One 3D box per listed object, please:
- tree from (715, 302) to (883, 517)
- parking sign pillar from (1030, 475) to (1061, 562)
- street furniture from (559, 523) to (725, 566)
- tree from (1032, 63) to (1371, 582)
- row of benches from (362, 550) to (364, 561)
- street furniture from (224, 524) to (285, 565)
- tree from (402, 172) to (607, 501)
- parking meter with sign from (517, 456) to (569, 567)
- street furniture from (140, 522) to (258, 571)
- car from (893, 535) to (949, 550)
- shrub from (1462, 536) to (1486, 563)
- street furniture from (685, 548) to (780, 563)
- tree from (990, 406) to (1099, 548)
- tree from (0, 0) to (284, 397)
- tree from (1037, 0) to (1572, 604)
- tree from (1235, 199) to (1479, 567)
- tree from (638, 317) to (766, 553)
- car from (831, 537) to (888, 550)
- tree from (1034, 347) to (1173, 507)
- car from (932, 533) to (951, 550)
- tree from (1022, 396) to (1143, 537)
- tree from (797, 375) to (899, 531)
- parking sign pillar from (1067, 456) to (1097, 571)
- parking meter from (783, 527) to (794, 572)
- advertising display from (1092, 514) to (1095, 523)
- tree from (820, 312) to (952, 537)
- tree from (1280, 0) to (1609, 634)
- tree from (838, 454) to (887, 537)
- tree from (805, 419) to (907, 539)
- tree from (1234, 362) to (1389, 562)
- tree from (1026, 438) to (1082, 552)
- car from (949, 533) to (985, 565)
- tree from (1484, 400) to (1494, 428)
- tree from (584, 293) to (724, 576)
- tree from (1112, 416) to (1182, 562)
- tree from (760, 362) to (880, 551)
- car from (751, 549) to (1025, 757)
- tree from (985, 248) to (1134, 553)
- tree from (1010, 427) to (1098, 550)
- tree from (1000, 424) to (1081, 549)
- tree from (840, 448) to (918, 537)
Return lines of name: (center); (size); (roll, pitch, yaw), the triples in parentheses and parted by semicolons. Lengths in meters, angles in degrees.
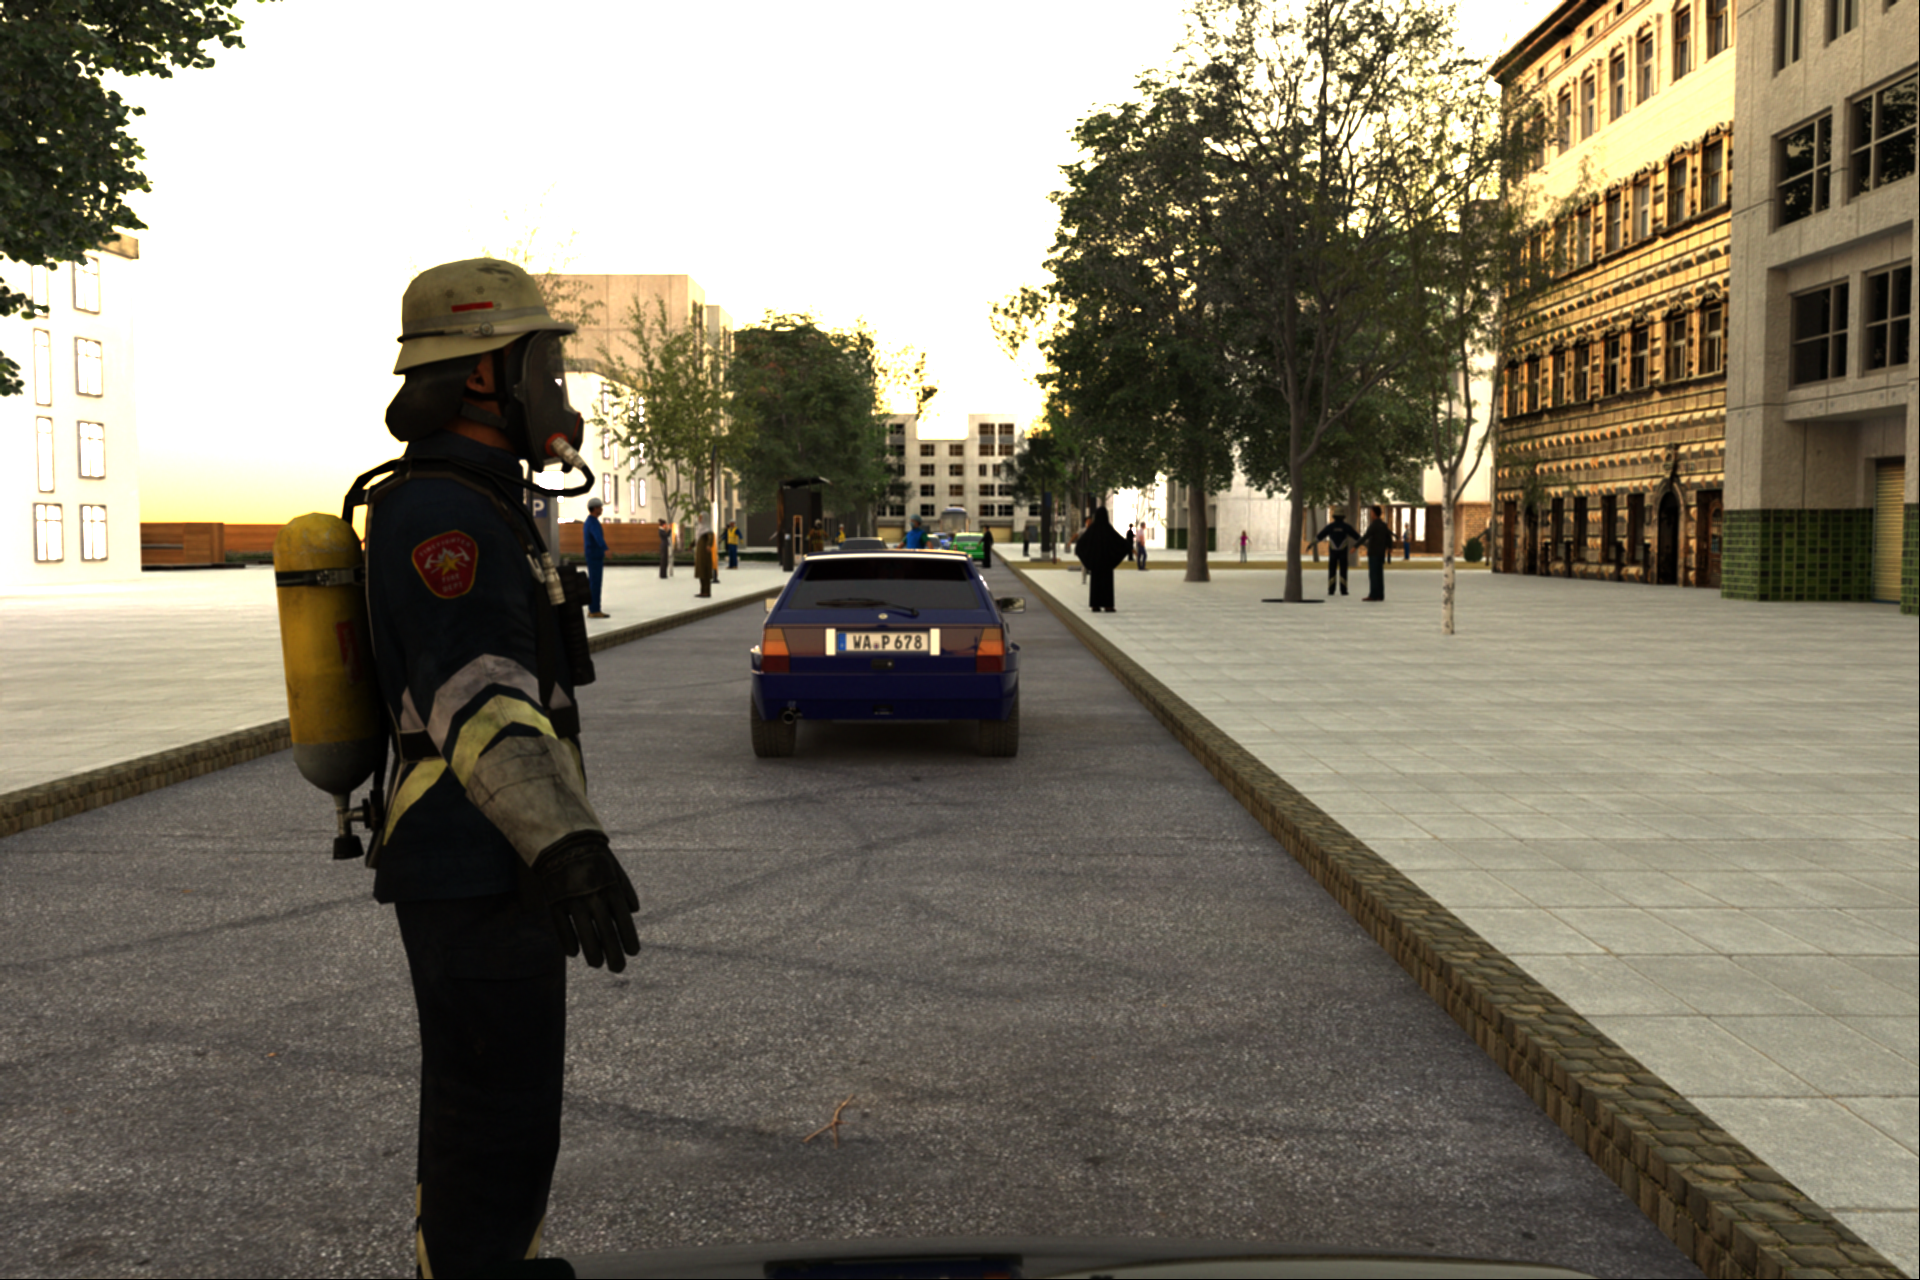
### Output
tree: (-8.831, -11.452, 93.892); (9.857, 13.997, 8.962); (0, 3, 0)
parking sign pillar: (3.970, -5.612, 80.234); (1.447, 3.967, 1.447); (0, 4, 1)
street furniture: (-13.053, -3.909, 70.774); (11.010, 1.723, 9.812); (0, 4, -2)
tree: (6.382, -8.558, 46.574); (9.857, 13.997, 8.962); (0, 3, 0)
row of benches: (-22.978, -3.279, 69.070); (1.422, 0.672, 4.104); (2, 4, 23)
street furniture: (-31.534, -4.170, 75.037); (9.812, 1.723, 11.010); (0, 4, -2)
tree: (-8.659, -5.166, 34.828); (4.360, 8.622, 3.978); (0, 3, 0)
parking meter with sign: (-6.924, -1.992, 28.823); (0.543, 3.016, 1.738); (0, 4, 0)
street furniture: (-30.678, -3.500, 64.072); (11.010, 1.723, 9.812); (1, 4, 20)
car: (-1.410, -3.118, 62.975); (2.014, 1.417, 4.499); (0, 4, 1)
shrub: (23.027, -4.070, 77.656); (1.383, 1.207, 1.383); (0, 3, 0)
street furniture: (-9.750, -3.949, 80.191); (10.072, 0.657, 5.734); (0, 4, -5)
tree: (8.010, -15.260, 159.866); (12.009, 13.543, 11.850); (0, 3, 0)
tree: (-9.507, -6.497, 12.878); (9.857, 13.997, 8.962); (0, 3, 0)
tree: (6.407, -7.446, 32.120); (12.009, 13.543, 11.850); (0, 3, 0)
tree: (15.405, -9.840, 67.546); (9.857, 13.997, 8.962); (0, 3, 0)
tree: (-8.868, -6.691, 59.766); (4.737, 8.622, 4.395); (0, 3, 0)
car: (-3.028, -2.553, 54.322); (1.945, 1.354, 3.894); (0, 4, 0)
tree: (7.404, -9.961, 88.618); (9.928, 11.665, 9.643); (0, 3, 0)
car: (-1.720, -8.220, 143.981); (1.945, 1.707, 3.694); (0, 4, 0)
tree: (7.444, -10.282, 102.516); (8.767, 10.594, 7.601); (2, 4, 33)
tree: (-7.830, -11.530, 114.273); (9.928, 11.665, 9.643); (0, 3, 0)
parking sign pillar: (4.458, -4.384, 60.144); (1.447, 3.967, 1.447); (0, 4, 0)
parking meter: (-5.880, -3.112, 59.294); (0.372, 1.533, 0.369); (0, 3, 0)
advertising display: (4.398, -3.145, 56.631); (0.123, 1.923, 0.974); (0, 4, 0)
tree: (-7.055, -17.749, 146.089); (12.611, 20.169, 13.585); (0, 3, 0)
tree: (6.376, -4.392, 22.179); (4.360, 8.622, 3.978); (0, 3, 0)
tree: (-8.176, -11.311, 135.297); (4.360, 8.622, 3.978); (0, 3, 0)
tree: (-8.371, -11.821, 127.692); (8.767, 10.594, 7.601); (-2, 4, -28)
tree: (15.988, -8.847, 79.056); (7.601, 10.594, 8.767); (1, 4, 14)
tree: (7.032, -10.677, 124.931); (4.737, 8.622, 4.395); (0, 3, 0)
car: (0.416, -4.261, 78.469); (1.959, 1.807, 4.718); (0, 4, -1)
tree: (28.901, -10.273, 78.332); (12.009, 13.543, 11.850); (0, 3, 0)
tree: (-8.942, -6.236, 52.326); (4.737, 8.622, 4.395); (0, 3, 0)
tree: (7.978, -7.893, 79.420); (4.360, 8.622, 3.978); (0, 3, 0)
tree: (-8.555, -10.948, 104.757); (9.928, 11.665, 9.643); (0, 3, 0)
car: (-0.483, 0.007, 12.468); (1.945, 1.354, 3.894); (0, 4, 0)
tree: (8.340, -15.801, 114.233); (12.611, 20.169, 13.585); (0, 3, 0)
tree: (7.530, -12.281, 135.199); (7.601, 10.594, 8.767); (-1, 4, -19)
tree: (7.290, -13.019, 147.279); (7.601, 10.594, 8.767); (1, 4, 23)
tree: (-8.139, -14.218, 166.882); (8.767, 10.594, 7.601); (-2, 4, -27)
